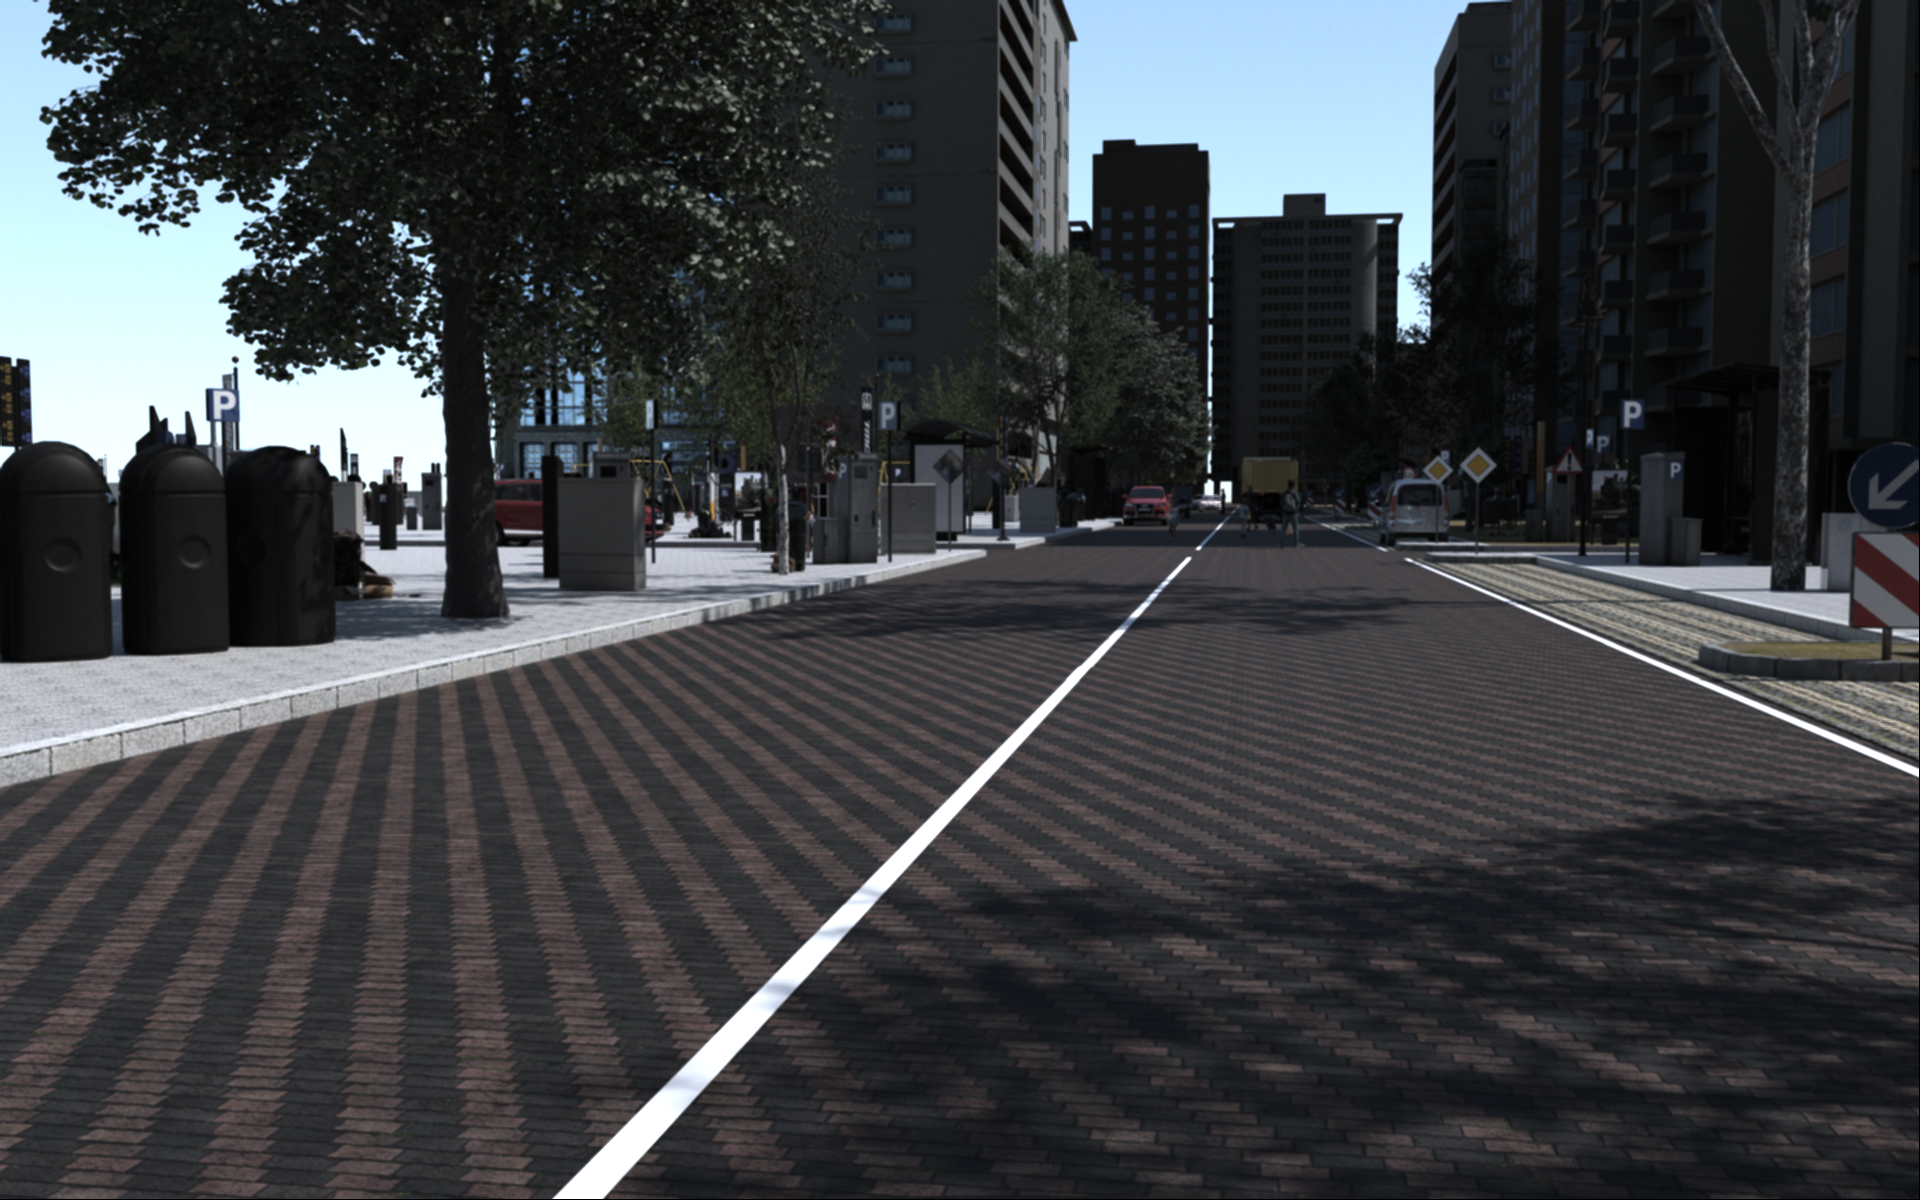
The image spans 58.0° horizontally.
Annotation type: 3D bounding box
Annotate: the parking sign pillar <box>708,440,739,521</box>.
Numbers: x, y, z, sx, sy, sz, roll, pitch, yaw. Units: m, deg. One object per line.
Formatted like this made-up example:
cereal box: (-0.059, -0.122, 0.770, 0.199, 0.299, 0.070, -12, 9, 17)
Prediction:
parking sign pillar: (-11.193, -5.709, 81.806, 1.447, 3.967, 1.447, -2, 4, -28)

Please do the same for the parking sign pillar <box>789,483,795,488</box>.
parking sign pillar: (-11.482, -8.239, 123.186, 1.447, 3.967, 1.447, -2, 4, -33)

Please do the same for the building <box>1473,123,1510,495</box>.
building: (49.208, -22.336, 136.898, 14.160, 30.474, 14.107, 1, 4, 9)

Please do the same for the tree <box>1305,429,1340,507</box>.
tree: (37.525, -13.957, 178.553, 4.737, 8.622, 4.395, 0, 3, 0)

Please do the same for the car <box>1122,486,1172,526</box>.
car: (8.637, -4.351, 79.817, 2.281, 1.827, 5.304, 1, 4, 9)

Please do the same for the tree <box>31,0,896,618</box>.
tree: (-5.053, -6.793, 17.726, 9.857, 13.997, 8.962, 0, 3, 0)

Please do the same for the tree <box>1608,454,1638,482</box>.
tree: (31.545, -5.443, 83.596, 1.663, 3.219, 1.824, 0, 3, 0)

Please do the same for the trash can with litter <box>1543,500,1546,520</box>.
trash can with litter: (29.071, -4.564, 86.003, 0.624, 1.170, 1.055, -2, 4, -29)

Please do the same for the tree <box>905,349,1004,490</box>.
tree: (0.298, -8.412, 87.899, 4.737, 8.622, 4.395, 0, 3, 0)

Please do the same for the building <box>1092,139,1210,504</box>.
building: (24.555, -34.935, 221.301, 14.200, 45.320, 14.600, 1, 4, 9)

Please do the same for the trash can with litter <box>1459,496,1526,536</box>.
trash can with litter: (16.618, -2.567, 53.027, 2.233, 1.210, 1.678, 2, 4, 30)

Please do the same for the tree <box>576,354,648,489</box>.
tree: (-13.863, -7.531, 73.490, 4.737, 8.622, 4.395, 0, 3, 0)

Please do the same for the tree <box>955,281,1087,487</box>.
tree: (2.296, -6.685, 59.655, 4.360, 8.622, 3.978, 0, 3, 0)

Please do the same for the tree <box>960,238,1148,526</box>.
tree: (3.793, -8.813, 69.850, 9.928, 11.665, 9.643, 0, 3, 0)

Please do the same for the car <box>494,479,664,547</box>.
car: (-10.074, -2.131, 43.519, 5.304, 1.827, 2.281, 0, 4, 8)

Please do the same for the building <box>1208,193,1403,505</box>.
building: (44.812, -32.716, 226.793, 23.993, 40.220, 32.217, 1, 4, 9)

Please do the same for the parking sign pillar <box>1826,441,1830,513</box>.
parking sign pillar: (25.636, -3.874, 51.814, 1.447, 3.967, 1.447, 2, 4, 35)

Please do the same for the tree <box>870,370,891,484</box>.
tree: (-4.855, -9.289, 102.241, 4.737, 8.622, 4.395, 0, 3, 0)

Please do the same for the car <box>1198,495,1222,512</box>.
car: (20.108, -7.739, 138.897, 2.083, 1.381, 4.827, 0, 4, 8)

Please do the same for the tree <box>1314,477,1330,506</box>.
tree: (39.965, -12.056, 191.719, 1.663, 3.219, 1.824, 0, 3, 0)

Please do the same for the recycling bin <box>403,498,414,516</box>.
recycling bin: (-33.181, -5.576, 103.723, 0.722, 1.027, 0.722, 2, 4, 34)

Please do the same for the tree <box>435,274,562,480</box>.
tree: (-14.239, -6.280, 53.038, 4.360, 8.622, 3.978, 0, 3, 0)

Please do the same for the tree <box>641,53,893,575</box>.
tree: (-2.888, -4.689, 27.026, 4.360, 8.622, 3.978, 0, 3, 0)

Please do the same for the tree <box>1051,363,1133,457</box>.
tree: (7.234, -8.793, 94.122, 4.737, 8.622, 4.395, 0, 3, 0)

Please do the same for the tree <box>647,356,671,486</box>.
tree: (-9.035, -6.934, 63.735, 4.737, 8.622, 4.395, 0, 3, 0)

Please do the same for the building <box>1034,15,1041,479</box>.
building: (-0.714, -30.661, 151.418, 14.600, 45.320, 14.200, 1, 4, 9)

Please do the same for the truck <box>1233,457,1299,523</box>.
truck: (16.031, -5.767, 90.218, 3.469, 3.379, 9.791, 0, 4, 8)

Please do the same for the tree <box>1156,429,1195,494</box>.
tree: (20.301, -13.148, 165.335, 4.737, 8.622, 4.395, 0, 3, 0)

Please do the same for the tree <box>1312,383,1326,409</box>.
tree: (22.770, -9.535, 90.314, 8.767, 10.594, 7.601, 0, 4, 7)

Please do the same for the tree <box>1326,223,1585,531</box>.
tree: (17.801, -7.629, 59.145, 7.601, 10.594, 8.767, 0, 4, -8)

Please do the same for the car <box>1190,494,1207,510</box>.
car: (21.369, -8.626, 153.032, 2.014, 1.417, 4.499, 1, 4, 11)

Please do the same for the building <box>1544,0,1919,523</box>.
building: (47.369, -27.223, 99.715, 22.147, 44.769, 28.867, 1, 4, 9)

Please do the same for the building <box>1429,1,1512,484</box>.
building: (57.629, -33.262, 167.536, 21.300, 48.544, 21.600, 1, 4, 9)

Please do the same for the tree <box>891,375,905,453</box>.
tree: (-0.858, -9.010, 97.668, 4.737, 8.622, 4.395, 0, 3, 0)

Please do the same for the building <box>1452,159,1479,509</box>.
building: (50.158, -23.200, 151.016, 14.160, 30.474, 14.107, 1, 4, 9)

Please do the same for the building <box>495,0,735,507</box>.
building: (-32.860, -53.106, 180.952, 31.000, 86.520, 22.319, 1, 4, 9)

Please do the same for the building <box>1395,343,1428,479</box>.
building: (70.536, -22.986, 220.868, 28.899, 21.520, 27.650, 1, 4, 9)

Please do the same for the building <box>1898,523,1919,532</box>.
building: (43.012, -24.758, 59.422, 28.867, 44.769, 22.147, 1, 4, 9)

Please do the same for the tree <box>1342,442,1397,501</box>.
tree: (24.694, -7.396, 104.634, 4.285, 4.588, 4.351, 0, 3, 0)

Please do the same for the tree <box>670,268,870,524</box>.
tree: (-6.104, -6.483, 56.358, 4.737, 8.622, 4.395, 0, 3, 0)

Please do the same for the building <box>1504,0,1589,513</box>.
building: (46.955, -28.892, 122.497, 14.600, 45.320, 14.200, 1, 4, 9)

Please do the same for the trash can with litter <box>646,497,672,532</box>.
trash can with litter: (-10.338, -2.915, 59.054, 0.624, 1.170, 1.055, 2, 4, 25)

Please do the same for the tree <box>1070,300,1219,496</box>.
tree: (11.689, -12.616, 112.935, 9.857, 13.997, 8.962, 0, 3, 0)

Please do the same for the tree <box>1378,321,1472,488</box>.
tree: (19.689, -7.510, 73.145, 4.360, 8.622, 3.978, 0, 3, 0)

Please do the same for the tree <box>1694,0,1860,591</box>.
tree: (10.072, -10.262, 23.675, 12.611, 20.169, 13.585, 0, 3, 0)

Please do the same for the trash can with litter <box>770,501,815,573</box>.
trash can with litter: (-2.778, -1.050, 28.560, 0.624, 1.170, 1.055, 0, 4, 6)

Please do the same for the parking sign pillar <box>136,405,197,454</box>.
parking sign pillar: (-24.556, -3.970, 53.388, 1.447, 3.967, 1.447, -1, 4, -11)

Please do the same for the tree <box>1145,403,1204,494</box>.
tree: (21.163, -14.810, 176.550, 7.601, 10.594, 8.767, -1, 4, -12)

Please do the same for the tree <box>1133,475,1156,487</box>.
tree: (14.055, -8.416, 132.210, 1.663, 3.219, 1.824, 0, 3, 0)

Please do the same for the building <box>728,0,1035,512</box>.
building: (-6.106, -31.215, 134.074, 21.300, 48.544, 21.600, 1, 4, 9)

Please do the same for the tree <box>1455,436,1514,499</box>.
tree: (29.451, -6.928, 96.993, 4.285, 4.588, 4.351, 0, 3, 0)

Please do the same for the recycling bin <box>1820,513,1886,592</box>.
recycling bin: (11.817, -0.631, 22.870, 0.722, 1.027, 0.722, 1, 4, 18)

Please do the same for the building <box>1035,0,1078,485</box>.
building: (-3.324, -35.823, 174.944, 27.495, 52.752, 28.713, 1, 4, 9)

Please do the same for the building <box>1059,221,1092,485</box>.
building: (6.529, -33.091, 232.925, 23.993, 40.220, 32.217, 1, 4, 9)
